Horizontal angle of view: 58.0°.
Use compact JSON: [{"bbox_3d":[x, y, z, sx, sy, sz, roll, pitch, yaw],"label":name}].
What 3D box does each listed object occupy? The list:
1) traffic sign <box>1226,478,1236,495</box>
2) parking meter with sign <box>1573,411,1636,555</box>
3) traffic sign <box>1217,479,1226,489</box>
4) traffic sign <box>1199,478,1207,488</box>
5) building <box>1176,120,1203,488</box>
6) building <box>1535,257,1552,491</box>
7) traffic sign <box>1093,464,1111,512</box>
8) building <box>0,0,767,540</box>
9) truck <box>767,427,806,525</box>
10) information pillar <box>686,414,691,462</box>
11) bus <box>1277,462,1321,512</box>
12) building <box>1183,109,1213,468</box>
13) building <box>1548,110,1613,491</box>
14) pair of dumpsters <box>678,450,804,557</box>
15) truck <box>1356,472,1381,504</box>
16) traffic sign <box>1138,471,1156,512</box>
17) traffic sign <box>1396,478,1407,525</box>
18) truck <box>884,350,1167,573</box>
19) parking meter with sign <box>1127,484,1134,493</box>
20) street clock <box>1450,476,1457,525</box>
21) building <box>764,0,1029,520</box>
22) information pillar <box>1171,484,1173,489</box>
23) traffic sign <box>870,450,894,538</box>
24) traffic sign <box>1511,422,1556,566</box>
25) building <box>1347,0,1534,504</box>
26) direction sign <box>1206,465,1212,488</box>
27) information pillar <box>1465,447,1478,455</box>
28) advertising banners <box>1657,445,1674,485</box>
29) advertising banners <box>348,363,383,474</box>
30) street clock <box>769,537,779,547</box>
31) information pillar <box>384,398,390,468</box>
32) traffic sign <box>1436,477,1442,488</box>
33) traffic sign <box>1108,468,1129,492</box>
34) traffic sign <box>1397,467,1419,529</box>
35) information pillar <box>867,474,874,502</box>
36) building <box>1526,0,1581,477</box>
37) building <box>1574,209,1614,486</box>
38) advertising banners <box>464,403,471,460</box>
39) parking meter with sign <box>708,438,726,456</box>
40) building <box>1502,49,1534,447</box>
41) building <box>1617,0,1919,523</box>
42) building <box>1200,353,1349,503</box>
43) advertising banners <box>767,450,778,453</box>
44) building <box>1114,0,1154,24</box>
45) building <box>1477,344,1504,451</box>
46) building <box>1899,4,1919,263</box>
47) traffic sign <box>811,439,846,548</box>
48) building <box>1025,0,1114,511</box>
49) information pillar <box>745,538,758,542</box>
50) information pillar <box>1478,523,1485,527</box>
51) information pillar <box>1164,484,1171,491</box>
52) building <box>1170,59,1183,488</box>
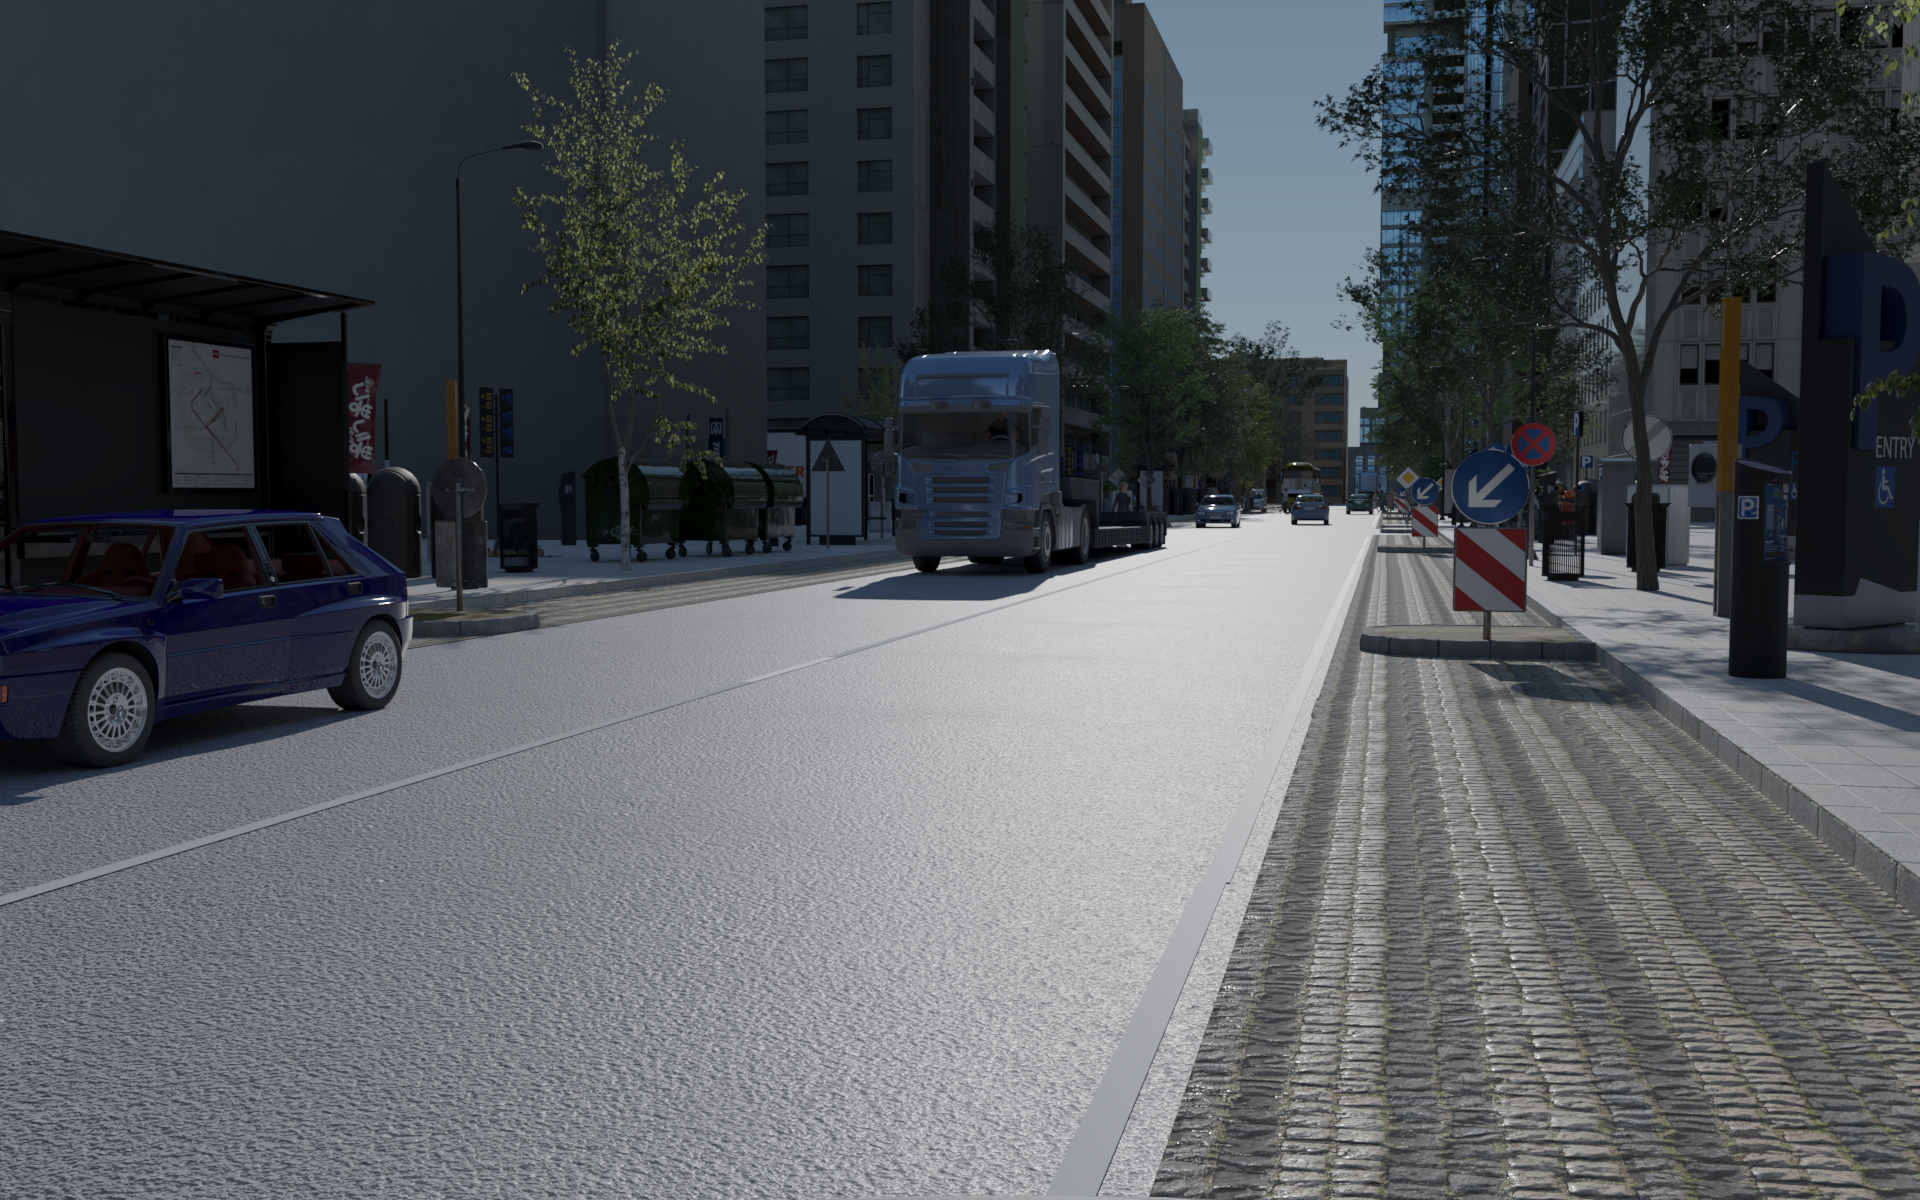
[{"bbox_3d":[21.625,-8.450,138.267,0.768,2.556,0.104,1,4,15],"label":"traffic sign"},{"bbox_3d":[13.850,-2.460,36.475,1.738,3.016,0.543,0,4,7],"label":"parking meter with sign"},{"bbox_3d":[22.412,-9.067,148.352,0.768,2.556,0.104,1,4,22],"label":"traffic sign"},{"bbox_3d":[18.972,-8.286,135.577,0.768,2.556,0.104,1,4,14],"label":"traffic sign"},{"bbox_3d":[18.162,-30.732,186.067,14.154,41.232,14.086,1,4,14],"label":"building"},{"bbox_3d":[51.100,-18.548,132.940,12.332,23.373,15.834,1,4,14],"label":"building"},{"bbox_3d":[6.072,-4.532,74.207,0.768,2.556,0.104,1,4,19],"label":"traffic sign"},{"bbox_3d":[-19.518,-16.102,56.768,24.014,27.812,14.314,1,4,14],"label":"building"},{"bbox_3d":[-9.937,-5.264,74.972,11.283,4.237,2.839,1,4,16],"label":"truck"},{"bbox_3d":[-7.894,-3.608,50.348,0.183,3.616,0.504,0,4,-3],"label":"information pillar"},{"bbox_3d":[27.151,-8.950,137.873,2.896,3.916,12.252,1,4,14],"label":"bus"},{"bbox_3d":[14.431,-35.983,207.935,30.456,49.044,23.786,1,4,14],"label":"building"},{"bbox_3d":[46.578,-18.192,115.467,12.078,24.808,19.932,1,4,14],"label":"building"},{"bbox_3d":[-4.758,-2.110,36.987,1.574,2.255,4.437,1,4,14],"label":"pair of dumpsters"},{"bbox_3d":[48.482,-13.204,205.636,2.967,4.110,18.799,1,4,13],"label":"truck"},{"bbox_3d":[8.007,-4.328,74.407,0.795,2.450,0.064,1,4,14],"label":"traffic sign"},{"bbox_3d":[18.483,-4.169,71.810,0.795,2.450,0.064,1,4,14],"label":"traffic sign"},{"bbox_3d":[2.148,-2.969,38.310,2.967,4.110,18.799,1,4,14],"label":"truck"},{"bbox_3d":[12.584,-8.132,129.220,1.738,3.016,0.543,0,4,-7],"label":"parking meter with sign"},{"bbox_3d":[20.303,-4.072,71.152,0.358,2.002,0.471,2,4,25],"label":"street clock"},{"bbox_3d":[-4.641,-19.578,91.807,14.160,30.474,14.107,1,4,14],"label":"building"},{"bbox_3d":[15.729,-7.650,129.574,0.304,2.012,0.304,3,5,43],"label":"information pillar"},{"bbox_3d":[-2.264,-3.060,50.139,0.768,2.556,0.104,1,4,23],"label":"traffic sign"},{"bbox_3d":[10.192,-1.879,30.829,0.768,2.556,0.104,1,4,18],"label":"traffic sign"},{"bbox_3d":[70.341,-56.713,239.931,31.000,86.520,22.319,1,4,14],"label":"building"},{"bbox_3d":[17.902,-8.112,124.634,0.379,3.537,0.876,-1,4,-19],"label":"direction sign"},{"bbox_3d":[25.396,-5.776,85.784,0.504,3.616,0.183,2,4,26],"label":"information pillar"},{"bbox_3d":[24.592,-4.052,62.443,2.074,3.025,0.090,1,4,16],"label":"advertising banners"},{"bbox_3d":[-8.650,-1.629,22.819,2.074,3.025,0.090,-2,4,-29],"label":"advertising banners"},{"bbox_3d":[-4.547,-2.301,42.184,0.471,2.002,0.358,-2,4,-30],"label":"street clock"},{"bbox_3d":[-14.080,-3.134,42.590,0.183,3.616,0.504,-1,4,-16],"label":"information pillar"},{"bbox_3d":[31.974,-6.957,114.937,0.795,2.450,0.064,1,4,18],"label":"traffic sign"},{"bbox_3d":[6.093,-3.854,66.653,0.795,2.450,0.064,1,4,14],"label":"traffic sign"},{"bbox_3d":[16.570,-3.695,64.057,0.795,2.450,0.064,1,4,14],"label":"traffic sign"},{"bbox_3d":[-3.298,-3.546,62.469,0.304,2.012,0.304,3,4,38],"label":"information pillar"},{"bbox_3d":[59.379,-43.641,151.790,20.563,71.187,20.611,1,4,14],"label":"building"},{"bbox_3d":[41.080,-14.845,97.468,10.420,20.320,16.860,1,4,14],"label":"building"},{"bbox_3d":[-10.005,-2.319,34.111,0.090,3.025,2.074,-3,4,-36],"label":"advertising banners"},{"bbox_3d":[-7.681,-3.492,53.359,0.543,3.016,1.738,0,4,6],"label":"parking meter with sign"},{"bbox_3d":[61.407,-31.837,170.645,14.600,45.320,14.200,1,4,14],"label":"building"},{"bbox_3d":[41.421,-16.017,79.897,19.932,24.808,12.078,1,4,14],"label":"building"},{"bbox_3d":[41.542,-24.931,252.660,28.899,21.520,27.650,1,4,14],"label":"building"},{"bbox_3d":[-8.243,-4.445,68.857,2.074,3.025,0.090,0,4,6],"label":"advertising banners"},{"bbox_3d":[10.803,-31.066,158.045,14.600,45.320,14.200,1,4,14],"label":"building"},{"bbox_3d":[72.182,-21.165,191.082,27.650,21.520,28.899,1,4,14],"label":"building"},{"bbox_3d":[31.931,-26.580,23.819,28.713,52.752,27.495,1,4,14],"label":"building"},{"bbox_3d":[-3.108,-2.493,40.761,0.884,2.594,0.081,1,4,21],"label":"traffic sign"},{"bbox_3d":[-1.140,-30.673,125.212,21.300,48.544,21.600,1,4,14],"label":"building"},{"bbox_3d":[-5.633,-2.577,46.633,0.304,2.012,0.304,1,4,9],"label":"information pillar"},{"bbox_3d":[13.989,-2.542,46.046,0.304,2.012,0.304,-3,4,-39],"label":"information pillar"},{"bbox_3d":[14.742,-7.311,124.020,0.304,2.012,0.304,-2,4,-32],"label":"information pillar"},{"bbox_3d":[14.280,-31.929,172.154,14.600,45.320,14.200,1,4,14],"label":"building"}]
